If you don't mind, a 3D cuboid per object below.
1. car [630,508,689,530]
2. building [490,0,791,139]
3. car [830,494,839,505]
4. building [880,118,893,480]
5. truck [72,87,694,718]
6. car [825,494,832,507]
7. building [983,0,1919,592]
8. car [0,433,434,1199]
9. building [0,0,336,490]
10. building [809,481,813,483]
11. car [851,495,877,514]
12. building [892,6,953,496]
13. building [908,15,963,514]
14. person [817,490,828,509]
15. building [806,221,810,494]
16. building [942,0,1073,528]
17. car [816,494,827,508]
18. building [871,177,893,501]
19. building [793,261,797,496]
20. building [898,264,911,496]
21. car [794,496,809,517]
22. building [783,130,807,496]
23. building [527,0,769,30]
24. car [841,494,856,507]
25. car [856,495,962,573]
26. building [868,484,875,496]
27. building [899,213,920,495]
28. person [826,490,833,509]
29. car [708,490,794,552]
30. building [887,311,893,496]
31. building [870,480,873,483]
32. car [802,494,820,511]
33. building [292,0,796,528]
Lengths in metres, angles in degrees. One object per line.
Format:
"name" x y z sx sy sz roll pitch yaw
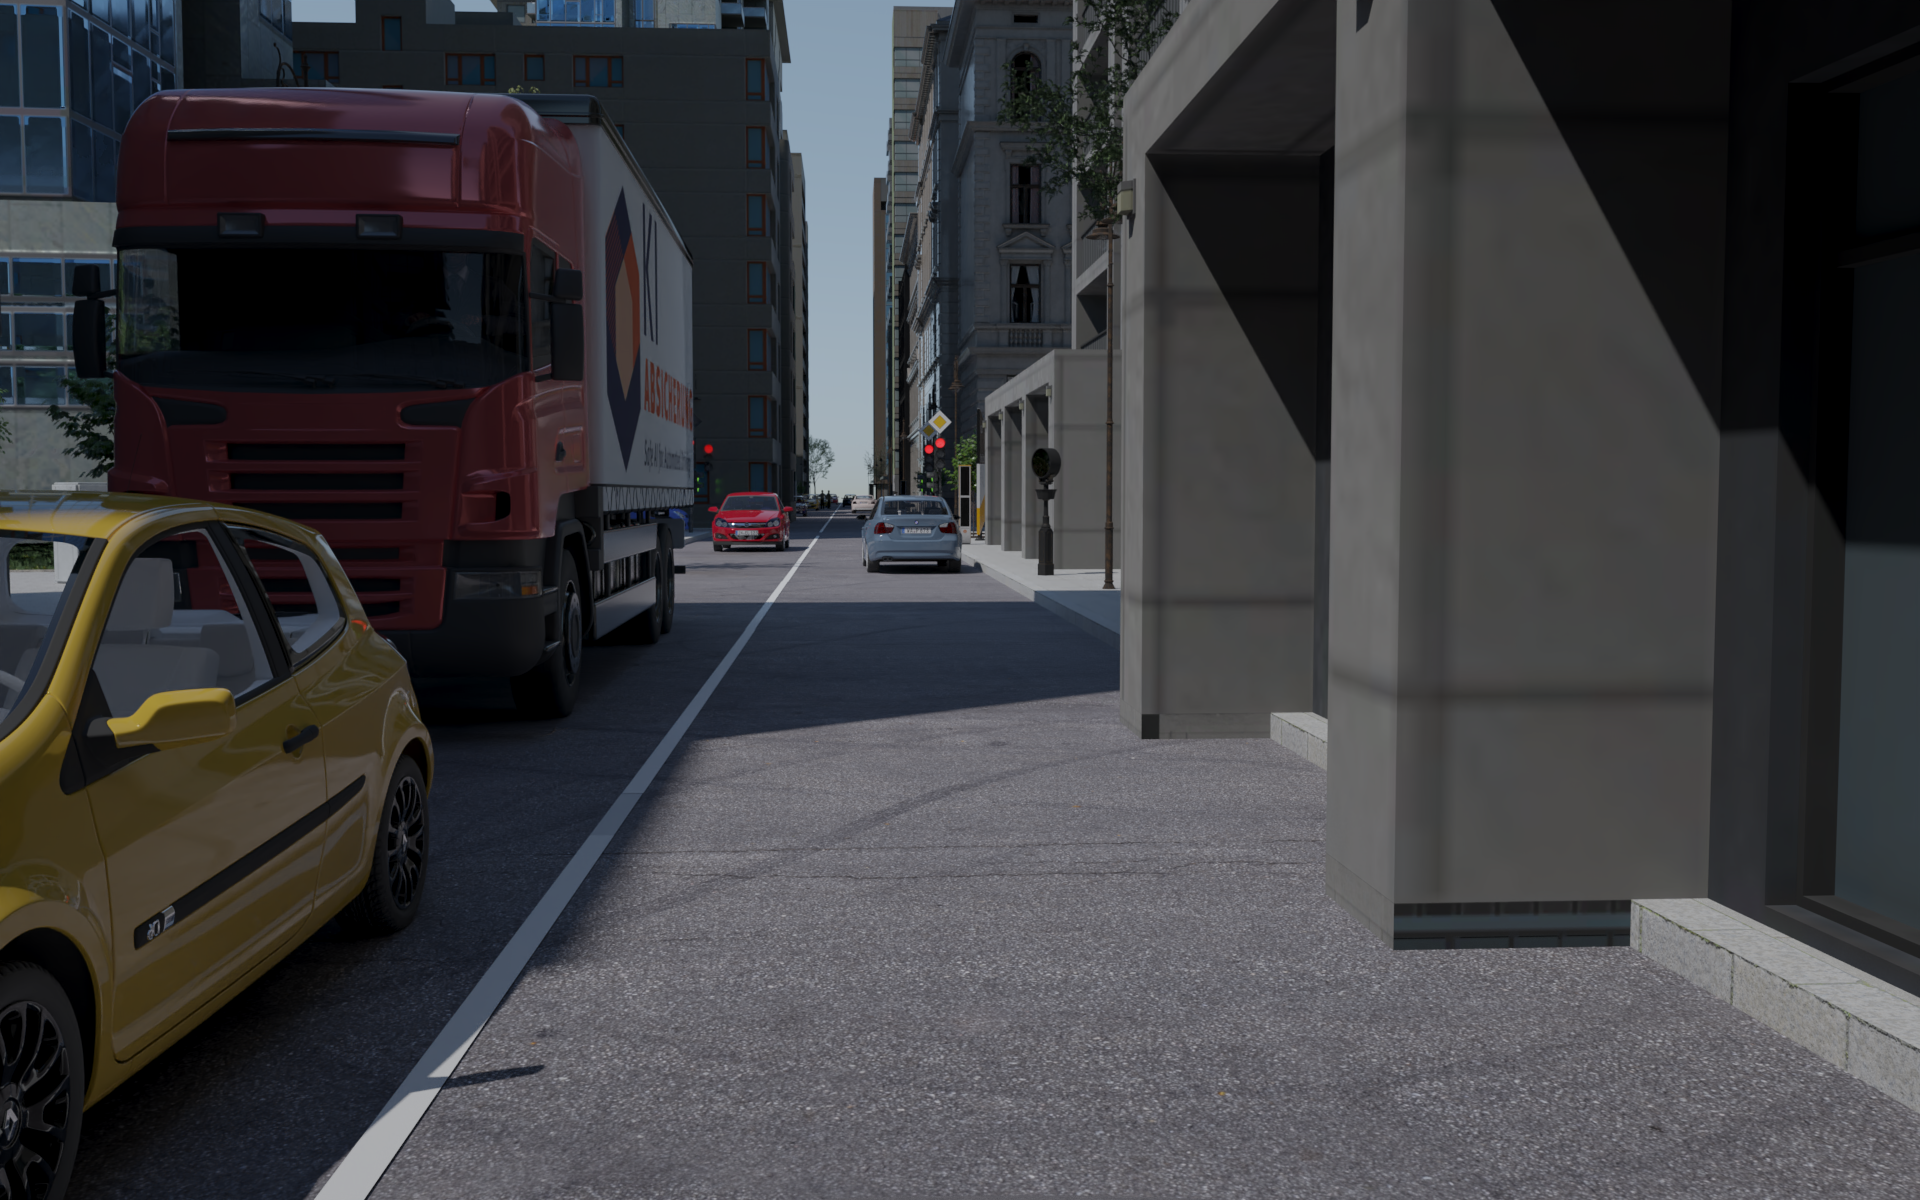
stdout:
"car" -11.460 -3.184 61.646 3.694 1.707 1.945 0 4 -2
"building" -32.580 -36.366 183.826 28.713 52.752 27.495 0 4 -4
"car" -17.249 -13.661 232.392 2.155 1.783 4.494 0 4 -2
"building" 2.707 -35.616 201.934 23.786 49.044 30.456 0 4 -4
"truck" -3.900 -1.559 14.405 2.839 4.237 11.283 0 4 -4
"car" -15.313 -11.213 193.552 2.015 1.641 3.980 0 4 -5
"building" 11.479 -36.342 32.447 20.563 71.187 20.611 0 4 -4
"car" -2.599 0.363 4.284 2.015 1.641 3.980 0 4 -2
"building" -32.021 -44.827 45.596 31.000 86.520 22.319 0 4 -4
"building" -35.469 -40.034 274.167 23.786 49.044 30.456 0 4 -4
"car" -7.040 -7.061 127.817 2.083 1.381 4.827 0 4 -2
"building" 1.130 -28.516 149.831 14.154 41.232 14.086 0 4 -4
"building" 3.917 -17.987 91.349 12.463 27.353 25.104 0 4 -4
"person" -13.010 -9.475 163.433 1.348 1.823 0.705 2 4 26
"building" -29.168 -34.751 251.775 14.154 41.232 14.086 0 4 -4
"building" 9.518 -14.807 70.973 19.941 23.489 11.050 0 4 -4
"car" -14.880 -10.586 183.309 2.015 1.641 3.980 0 4 -4
"building" -5.007 -36.018 239.007 14.600 45.320 14.200 0 4 -4
"building" -26.745 -26.554 205.851 14.160 30.474 14.107 0 4 -4
"building" 1.634 -18.595 133.713 12.332 23.373 15.834 0 4 -4
"car" -10.555 -5.944 109.763 1.945 1.354 3.894 0 4 -5
"building" -31.642 -37.281 233.244 21.300 48.544 21.600 0 4 -4
"building" -26.723 -51.436 153.646 22.319 86.520 31.000 0 4 -4
"car" -11.951 -10.948 188.793 2.009 1.686 4.222 0 4 -4
"car" -0.953 -1.279 32.922 2.014 1.417 4.499 0 4 -5
"building" 0.858 -36.527 289.102 32.217 40.220 23.993 0 4 -4
"building" 2.087 -17.052 114.957 11.583 22.565 21.152 0 4 -4
"person" -12.726 -9.770 168.332 0.705 1.812 1.348 -2 4 -33
"car" -5.345 -2.172 44.558 2.155 1.783 4.494 0 4 -3
"building" 6.902 -20.038 172.658 27.650 21.520 28.899 0 4 -4
"building" -1.658 -39.256 261.441 23.786 49.044 30.456 0 4 -4
"car" -12.933 -8.445 148.298 2.015 1.641 3.980 0 4 -2
"building" -21.782 -14.268 78.320 27.650 21.520 28.899 0 4 -4
